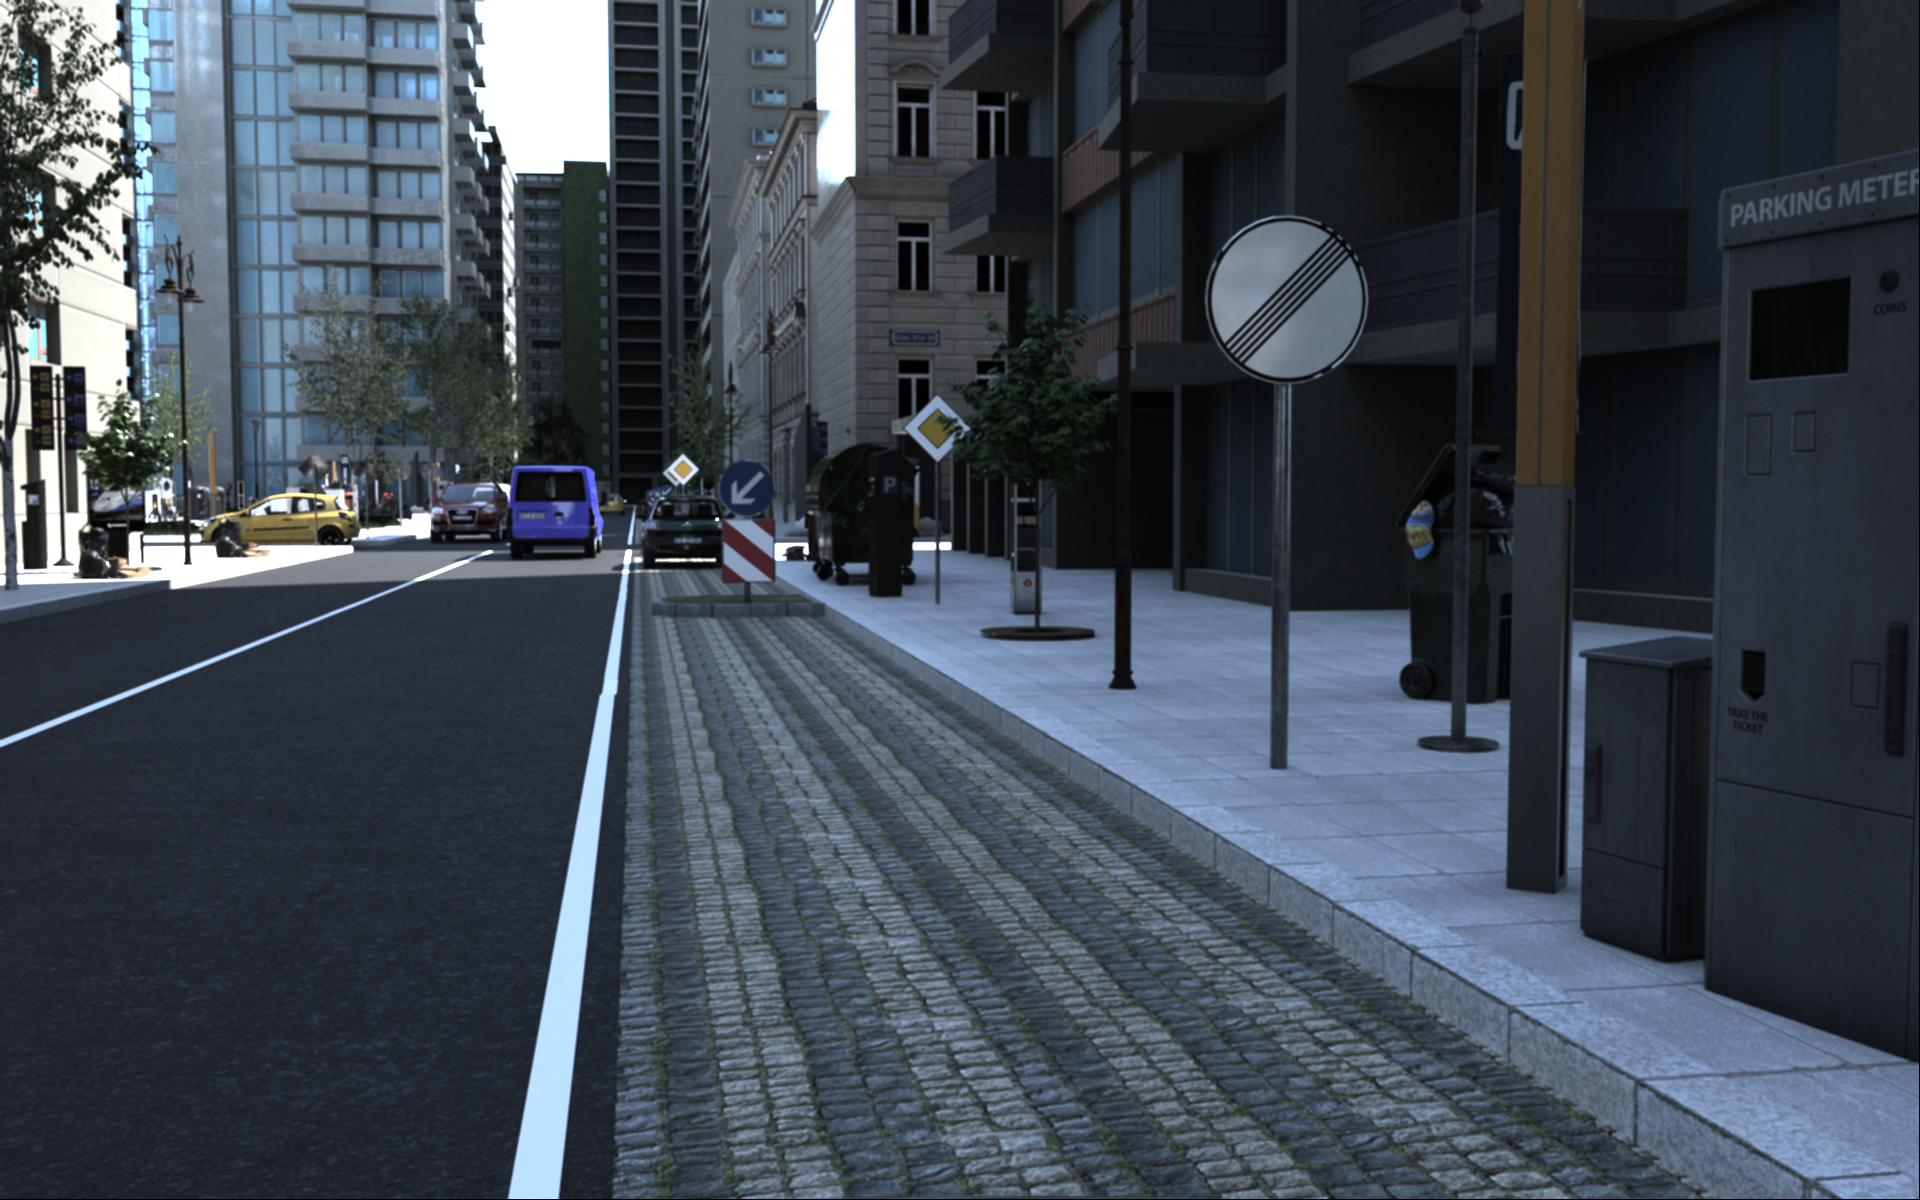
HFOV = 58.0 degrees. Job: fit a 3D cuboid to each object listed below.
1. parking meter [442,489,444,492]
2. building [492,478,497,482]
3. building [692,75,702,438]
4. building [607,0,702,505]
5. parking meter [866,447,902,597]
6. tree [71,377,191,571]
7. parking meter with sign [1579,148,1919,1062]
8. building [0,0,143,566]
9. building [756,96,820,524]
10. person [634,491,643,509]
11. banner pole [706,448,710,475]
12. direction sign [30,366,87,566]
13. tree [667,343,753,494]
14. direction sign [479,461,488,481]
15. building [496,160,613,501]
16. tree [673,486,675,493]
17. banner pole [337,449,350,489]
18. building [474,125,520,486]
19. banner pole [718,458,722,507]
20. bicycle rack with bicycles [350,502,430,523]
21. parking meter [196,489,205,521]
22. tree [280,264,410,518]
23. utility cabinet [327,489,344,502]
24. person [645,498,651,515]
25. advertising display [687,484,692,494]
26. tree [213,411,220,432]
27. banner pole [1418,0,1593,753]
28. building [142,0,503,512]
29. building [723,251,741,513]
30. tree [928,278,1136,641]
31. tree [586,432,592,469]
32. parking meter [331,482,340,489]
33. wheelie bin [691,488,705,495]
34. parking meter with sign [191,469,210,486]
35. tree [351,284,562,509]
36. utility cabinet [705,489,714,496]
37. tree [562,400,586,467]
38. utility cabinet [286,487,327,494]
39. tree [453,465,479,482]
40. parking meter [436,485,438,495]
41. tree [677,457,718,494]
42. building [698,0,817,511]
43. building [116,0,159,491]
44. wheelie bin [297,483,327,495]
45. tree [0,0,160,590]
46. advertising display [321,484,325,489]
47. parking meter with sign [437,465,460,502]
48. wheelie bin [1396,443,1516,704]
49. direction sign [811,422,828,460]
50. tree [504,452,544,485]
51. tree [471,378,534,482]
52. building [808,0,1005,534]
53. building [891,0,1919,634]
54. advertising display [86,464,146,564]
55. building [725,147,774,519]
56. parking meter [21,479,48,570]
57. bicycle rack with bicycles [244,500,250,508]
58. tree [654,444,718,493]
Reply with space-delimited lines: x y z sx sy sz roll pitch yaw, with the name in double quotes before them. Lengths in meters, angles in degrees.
"parking meter" -22.535 -4.140 76.094 0.372 1.533 0.369 0 3 0
"building" -64.078 -26.909 211.659 14.107 30.474 14.160 -1 4 -11
"building" -16.764 -34.502 183.720 23.786 49.044 30.456 -1 4 -11
"building" -33.699 -47.754 219.021 20.611 71.187 20.563 -1 4 -11
"parking meter" -0.947 -0.975 21.649 0.399 1.863 0.255 -2 4 -30
"tree" -14.010 -2.100 28.943 1.663 3.219 1.824 0 3 0
"parking meter with sign" 2.247 -0.485 4.199 0.543 3.016 1.738 -1 4 -22
"building" -30.363 -10.871 22.778 28.899 21.520 27.650 -1 4 -11
"building" -3.201 -13.061 78.178 10.561 19.102 19.286 -1 4 -11
"person" -31.899 -9.945 171.928 0.721 1.723 1.217 2 4 35
"banner pole" -13.763 -6.400 94.664 0.401 3.779 0.863 -1 4 -22
"direction sign" -15.977 -2.371 30.770 0.876 3.537 0.379 -1 4 -17
"tree" -12.376 -8.163 83.824 4.737 8.622 4.395 0 3 0
"direction sign" -32.740 -7.769 119.022 0.876 3.537 0.379 3 4 38
"building" -50.261 -32.448 214.126 14.086 41.232 14.154 -1 4 -11
"tree" -28.083 -10.860 172.166 1.663 3.219 1.824 0 3 0
"banner pole" -34.462 -6.525 96.700 0.401 3.779 0.863 3 5 40
"building" -57.515 -29.608 175.976 23.993 40.220 32.217 -1 4 -11
"banner pole" -16.183 -7.771 117.065 0.401 3.779 0.863 1 4 11
"bicycle rack with bicycles" -26.079 -3.973 78.341 2.925 0.926 2.852 1 4 12
"parking meter" -36.525 -4.580 83.300 0.372 1.533 0.369 0 3 0
"tree" -19.368 -6.412 55.191 4.360 8.622 3.978 0 3 0
"utility cabinet" -29.710 -4.482 81.964 1.173 1.500 0.318 1 4 17
"person" -21.579 -6.479 119.935 0.738 1.151 1.012 0 4 4
"advertising display" -15.698 -5.949 102.478 0.974 1.923 0.123 1 4 17
"tree" -41.004 -8.549 90.142 4.737 8.622 4.395 0 3 0
"banner pole" 2.755 -1.144 8.716 0.863 3.779 0.401 -1 4 -11
"building" -48.661 -31.481 134.326 23.786 49.044 30.456 -1 4 -11
"building" -10.418 -16.088 117.782 10.420 20.320 16.860 -1 4 -11
"tree" 0.689 -1.289 15.681 1.663 3.219 1.824 0 3 0
"tree" -38.055 -13.786 159.811 8.767 10.594 7.601 0 4 -6
"parking meter" -31.291 -4.960 86.807 0.399 1.863 0.255 2 4 35
"wheelie bin" -12.921 -4.765 85.821 0.980 1.594 0.693 2 4 27
"parking meter with sign" -51.934 -7.522 119.245 1.738 3.016 0.543 -1 4 -15
"tree" -23.990 -8.777 77.918 8.767 10.594 7.601 3 4 36
"utility cabinet" -11.593 -4.373 80.178 0.318 1.500 1.173 -1 4 -15
"tree" -26.037 -9.696 92.945 8.767 10.594 7.601 3 5 42
"utility cabinet" -22.125 -3.049 58.528 1.173 1.500 0.318 -2 4 -24
"tree" -34.001 -7.687 120.288 1.663 3.219 1.824 0 3 0
"parking meter" -32.750 -6.284 108.456 0.255 1.863 0.399 0 4 -1
"tree" -14.852 -6.361 98.598 1.663 3.219 1.824 0 3 0
"building" -10.495 -31.832 144.151 21.300 48.544 21.600 -1 4 -11
"building" -85.352 -52.670 173.821 31.000 86.520 22.319 -1 4 -11
"wheelie bin" -18.097 -2.473 48.336 0.693 1.594 0.980 2 4 24
"tree" -12.972 -4.439 22.936 4.737 8.622 4.395 0 3 0
"advertising display" -41.411 -6.516 111.751 0.974 1.923 0.123 -3 4 -36
"parking meter with sign" -30.544 -6.500 102.535 1.738 3.016 0.543 1 4 9
"wheelie bin" 3.217 -0.182 10.879 0.980 1.594 0.693 -3 5 -43
"direction sign" -4.548 -3.801 54.151 0.876 3.537 0.379 -2 4 -27
"tree" -35.760 -9.721 142.644 4.285 4.588 4.351 0 3 0
"tree" -28.058 -9.493 105.578 4.737 8.622 4.395 0 3 0
"building" 7.546 -16.177 61.750 25.104 27.353 12.463 -1 4 -11
"building" 11.545 -22.806 27.510 22.147 44.769 28.867 -1 4 -11
"advertising display" -15.415 -1.617 31.655 0.974 1.923 0.123 -3 5 -41
"building" -6.974 -16.070 98.898 11.583 22.565 21.152 -1 4 -11
"parking meter" -15.760 -1.289 29.482 0.372 1.533 0.369 0 3 0
"bicycle rack with bicycles" -44.933 -5.998 111.449 2.852 0.926 2.925 2 4 32
"tree" -16.617 -7.524 106.727 4.285 4.588 4.351 0 3 0
